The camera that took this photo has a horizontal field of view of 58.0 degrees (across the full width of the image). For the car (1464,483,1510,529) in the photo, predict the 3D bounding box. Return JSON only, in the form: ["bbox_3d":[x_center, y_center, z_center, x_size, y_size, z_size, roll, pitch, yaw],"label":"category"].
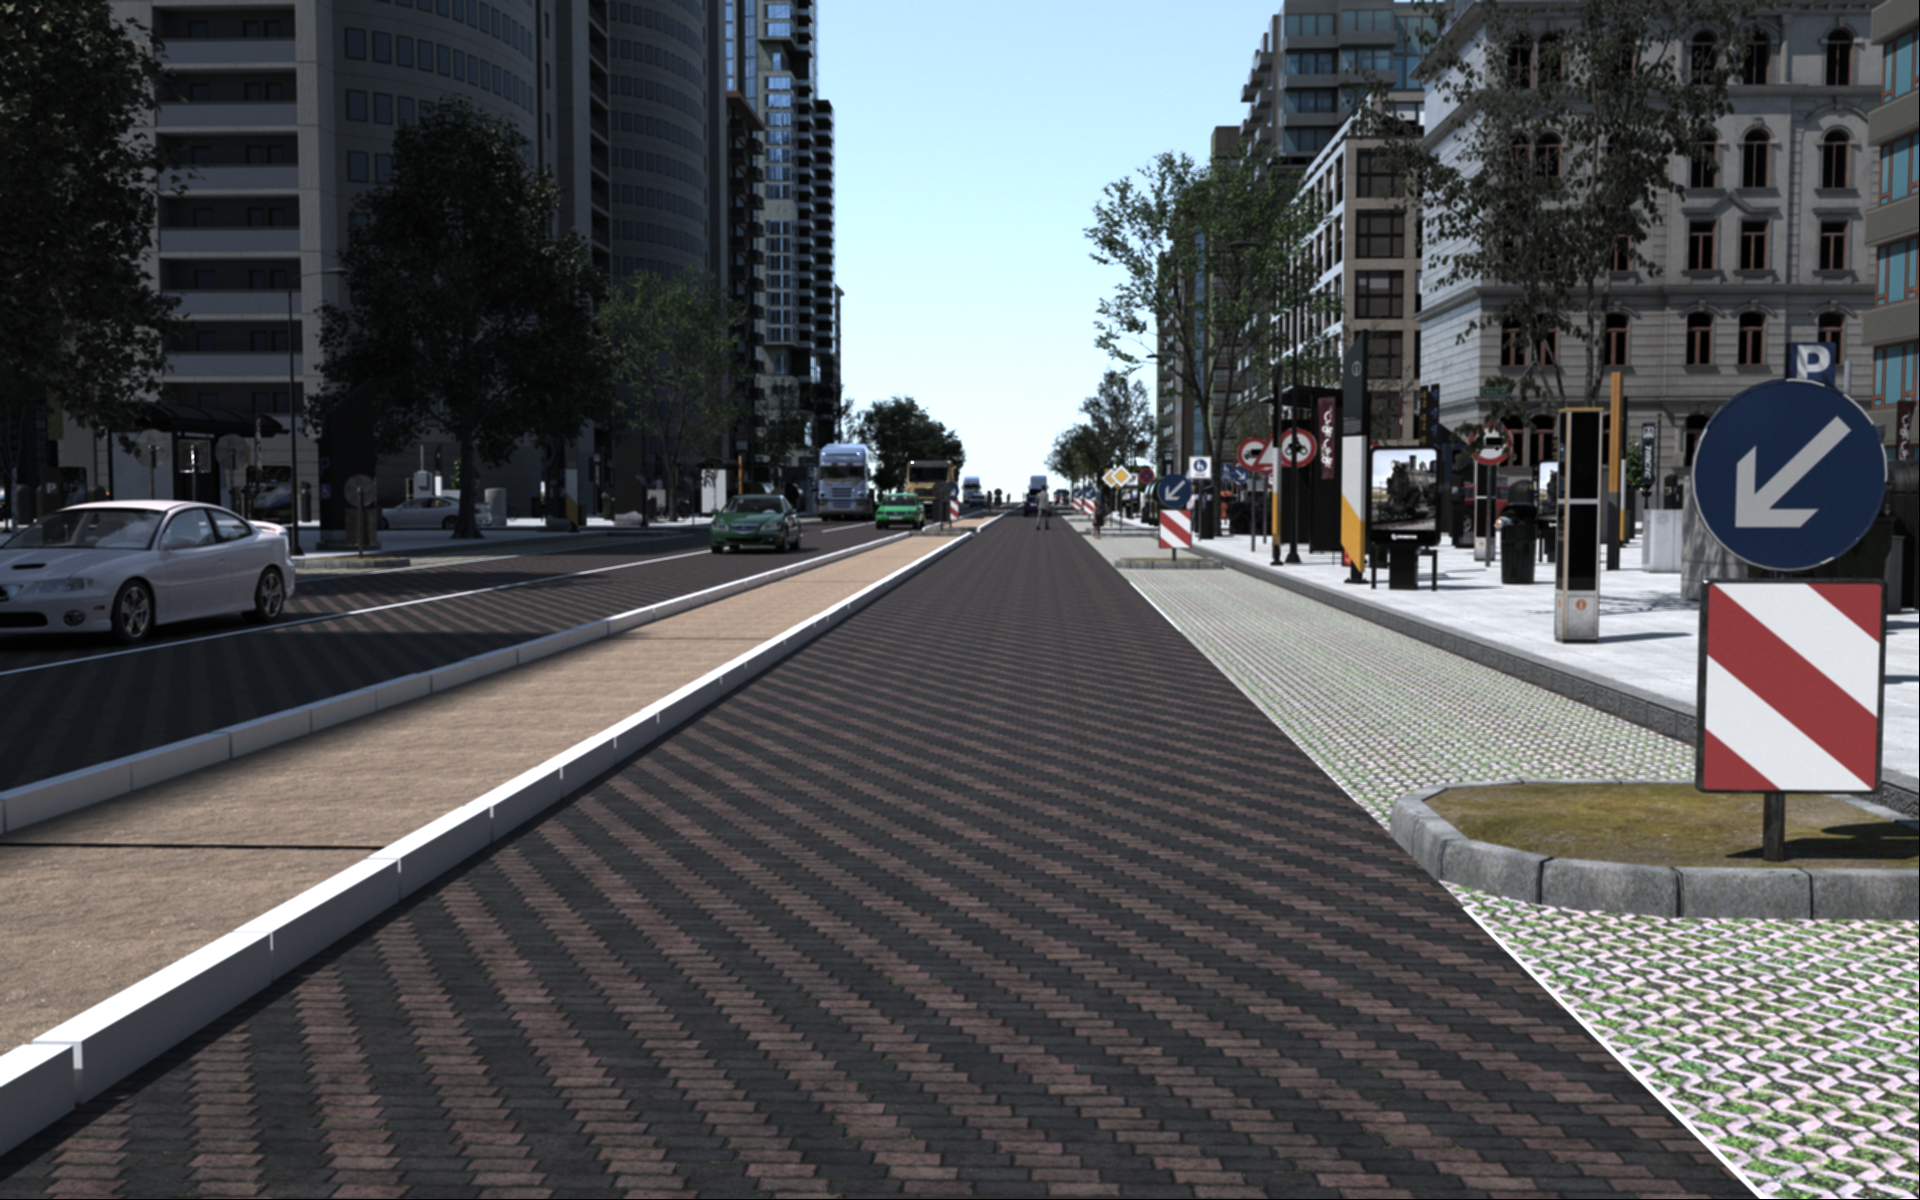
[{"bbox_3d":[19.251,-3.251,61.832,5.304,1.827,2.281,0,4,3],"label":"car"}]

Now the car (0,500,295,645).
[{"bbox_3d":[-8.658,-0.344,17.989,2.083,1.381,4.827,0,4,4],"label":"car"}]

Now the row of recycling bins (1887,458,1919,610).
[{"bbox_3d":[11.182,-0.809,20.332,1.069,1.692,3.534,1,4,10],"label":"row of recycling bins"}]

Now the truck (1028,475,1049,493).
[{"bbox_3d":[10.959,-15.418,241.850,2.967,4.110,18.799,0,4,3],"label":"truck"}]

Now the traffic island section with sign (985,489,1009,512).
[{"bbox_3d":[3.095,-8.164,141.618,2.006,1.907,1.989,0,4,3],"label":"traffic island section with sign"}]

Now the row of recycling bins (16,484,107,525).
[{"bbox_3d":[-37.362,-3.961,71.869,3.534,1.692,1.069,-1,4,-22],"label":"row of recycling bins"}]

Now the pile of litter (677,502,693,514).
[{"bbox_3d":[-17.878,-5.928,110.894,1.719,0.858,1.176,-1,4,-9],"label":"pile of litter"}]

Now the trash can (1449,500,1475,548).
[{"bbox_3d":[11.971,-1.796,41.019,0.748,1.137,0.748,0,3,0],"label":"trash can"}]

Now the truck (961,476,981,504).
[{"bbox_3d":[2.175,-16.814,264.670,2.967,4.110,18.799,0,4,4],"label":"truck"}]

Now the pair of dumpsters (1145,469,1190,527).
[{"bbox_3d":[8.202,-4.025,68.308,1.574,2.255,4.437,0,4,3],"label":"pair of dumpsters"}]

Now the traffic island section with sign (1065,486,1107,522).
[{"bbox_3d":[6.563,-4.947,89.507,1.989,1.847,2.006,0,4,3],"label":"traffic island section with sign"}]

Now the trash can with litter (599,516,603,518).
[{"bbox_3d":[-19.039,-5.075,94.041,1.678,1.210,2.233,-1,4,-11],"label":"trash can with litter"}]

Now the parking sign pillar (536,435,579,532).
[{"bbox_3d":[-13.822,-4.338,59.398,1.447,3.967,1.447,-2,4,-33],"label":"parking sign pillar"}]

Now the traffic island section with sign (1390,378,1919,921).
[{"bbox_3d":[2.777,0.116,6.737,1.989,1.847,2.006,0,4,3],"label":"traffic island section with sign"}]

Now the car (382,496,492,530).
[{"bbox_3d":[-20.020,-3.214,64.904,4.827,1.381,2.083,0,4,4],"label":"car"}]

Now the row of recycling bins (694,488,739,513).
[{"bbox_3d":[-16.259,-6.705,116.747,3.534,1.692,1.069,-2,4,-29],"label":"row of recycling bins"}]

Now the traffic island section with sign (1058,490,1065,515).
[{"bbox_3d":[7.770,-6.594,116.435,1.989,1.847,2.006,0,4,3],"label":"traffic island section with sign"}]

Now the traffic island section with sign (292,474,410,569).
[{"bbox_3d":[-11.924,-1.546,33.913,1.989,1.847,2.006,0,4,3],"label":"traffic island section with sign"}]

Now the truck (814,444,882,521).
[{"bbox_3d":[-5.955,-6.633,98.215,2.967,4.110,18.799,0,4,1],"label":"truck"}]

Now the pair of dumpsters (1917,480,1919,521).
[{"bbox_3d":[7.852,-0.506,10.770,1.574,2.255,4.437,0,4,3],"label":"pair of dumpsters"}]

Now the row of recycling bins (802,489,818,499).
[{"bbox_3d":[-11.459,-7.633,131.910,3.534,1.692,1.069,-2,4,-28],"label":"row of recycling bins"}]

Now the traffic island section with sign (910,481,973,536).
[{"bbox_3d":[-0.670,-3.121,59.158,2.006,1.907,1.989,0,4,3],"label":"traffic island section with sign"}]

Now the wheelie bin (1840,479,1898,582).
[{"bbox_3d":[8.486,-0.526,16.502,0.693,1.594,0.980,1,4,12],"label":"wheelie bin"}]

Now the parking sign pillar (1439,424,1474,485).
[{"bbox_3d":[18.969,-4.757,66.256,1.447,3.967,1.447,-1,4,-10],"label":"parking sign pillar"}]

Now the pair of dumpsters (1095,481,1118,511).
[{"bbox_3d":[11.066,-7.842,130.706,1.574,2.255,4.437,0,4,3],"label":"pair of dumpsters"}]

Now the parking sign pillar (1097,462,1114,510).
[{"bbox_3d":[11.706,-9.227,139.330,1.447,3.967,1.447,0,4,7],"label":"parking sign pillar"}]

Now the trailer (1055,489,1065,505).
[{"bbox_3d":[12.036,-12.232,207.043,1.471,1.999,3.904,0,4,1],"label":"trailer"}]

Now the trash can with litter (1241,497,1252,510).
[{"bbox_3d":[12.685,-4.005,76.870,0.624,1.170,1.055,3,5,39],"label":"trash can with litter"}]

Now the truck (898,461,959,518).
[{"bbox_3d":[-1.624,-6.504,102.256,3.469,3.379,9.791,0,4,3],"label":"truck"}]

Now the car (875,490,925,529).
[{"bbox_3d":[-2.443,-3.839,71.557,1.959,1.807,4.718,0,4,3],"label":"car"}]

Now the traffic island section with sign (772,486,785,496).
[{"bbox_3d":[-9.389,-4.942,89.436,1.989,1.847,2.006,0,4,3],"label":"traffic island section with sign"}]

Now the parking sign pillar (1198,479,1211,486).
[{"bbox_3d":[15.439,-7.279,107.484,1.447,3.967,1.447,0,4,-6],"label":"parking sign pillar"}]

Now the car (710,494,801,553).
[{"bbox_3d":[-5.069,-1.927,43.300,2.131,1.459,4.920,0,4,1],"label":"car"}]

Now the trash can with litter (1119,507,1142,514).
[{"bbox_3d":[11.721,-6.291,113.909,2.233,1.210,1.678,3,5,40],"label":"trash can with litter"}]

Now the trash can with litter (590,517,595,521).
[{"bbox_3d":[-18.927,-4.424,83.388,2.233,1.210,1.678,3,5,42],"label":"trash can with litter"}]

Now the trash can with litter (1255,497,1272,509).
[{"bbox_3d":[11.860,-3.371,66.499,0.624,1.170,1.055,-1,4,-21],"label":"trash can with litter"}]

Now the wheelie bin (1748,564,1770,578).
[{"bbox_3d":[11.211,-1.004,24.321,0.693,1.594,0.980,2,4,29],"label":"wheelie bin"}]

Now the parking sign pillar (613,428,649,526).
[{"bbox_3d":[-13.411,-5.022,70.585,1.447,3.967,1.447,1,4,18],"label":"parking sign pillar"}]

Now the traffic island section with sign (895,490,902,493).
[{"bbox_3d":[-5.863,-9.666,166.674,1.989,1.847,2.006,0,4,3],"label":"traffic island section with sign"}]

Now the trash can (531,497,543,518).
[{"bbox_3d":[-22.727,-4.983,93.117,0.748,1.137,0.748,0,3,0],"label":"trash can"}]

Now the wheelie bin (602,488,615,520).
[{"bbox_3d":[-17.279,-4.749,85.554,0.693,1.594,0.980,2,4,35],"label":"wheelie bin"}]

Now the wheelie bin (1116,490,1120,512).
[{"bbox_3d":[11.766,-7.191,125.487,0.980,1.594,0.693,1,4,13],"label":"wheelie bin"}]

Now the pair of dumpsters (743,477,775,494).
[{"bbox_3d":[-11.363,-5.809,97.468,1.574,2.255,4.437,0,4,3],"label":"pair of dumpsters"}]

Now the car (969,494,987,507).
[{"bbox_3d":[1.973,-10.808,188.705,2.014,1.417,4.499,0,4,3],"label":"car"}]

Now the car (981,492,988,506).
[{"bbox_3d":[2.486,-11.762,202.532,2.015,1.641,3.980,0,4,2],"label":"car"}]

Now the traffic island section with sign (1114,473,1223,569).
[{"bbox_3d":[4.010,-1.531,33.664,1.989,1.847,2.006,0,4,3],"label":"traffic island section with sign"}]

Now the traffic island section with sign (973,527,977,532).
[{"bbox_3d":[-0.322,-3.573,66.557,2.006,1.907,1.989,0,4,3],"label":"traffic island section with sign"}]

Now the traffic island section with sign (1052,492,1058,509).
[{"bbox_3d":[10.074,-9.661,166.583,1.989,1.847,2.006,0,4,3],"label":"traffic island section with sign"}]

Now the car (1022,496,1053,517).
[{"bbox_3d":[4.928,-5.970,110.185,1.945,1.354,3.894,0,4,4],"label":"car"}]

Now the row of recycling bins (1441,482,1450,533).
[{"bbox_3d":[15.054,-3.115,58.050,3.534,1.692,1.069,1,4,22],"label":"row of recycling bins"}]

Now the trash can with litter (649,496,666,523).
[{"bbox_3d":[-13.713,-3.965,75.887,1.678,1.210,2.233,1,4,17],"label":"trash can with litter"}]

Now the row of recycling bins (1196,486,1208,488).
[{"bbox_3d":[11.848,-5.111,90.673,3.534,1.692,1.069,-2,4,-23],"label":"row of recycling bins"}]

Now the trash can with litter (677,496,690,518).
[{"bbox_3d":[-15.006,-4.987,92.929,1.055,1.170,0.624,0,4,0],"label":"trash can with litter"}]

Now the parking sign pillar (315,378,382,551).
[{"bbox_3d":[-14.114,-3.143,39.858,1.447,3.967,1.447,2,4,27],"label":"parking sign pillar"}]

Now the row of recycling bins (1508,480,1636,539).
[{"bbox_3d":[17.536,-2.608,49.748,3.534,1.692,1.069,0,4,2],"label":"row of recycling bins"}]
